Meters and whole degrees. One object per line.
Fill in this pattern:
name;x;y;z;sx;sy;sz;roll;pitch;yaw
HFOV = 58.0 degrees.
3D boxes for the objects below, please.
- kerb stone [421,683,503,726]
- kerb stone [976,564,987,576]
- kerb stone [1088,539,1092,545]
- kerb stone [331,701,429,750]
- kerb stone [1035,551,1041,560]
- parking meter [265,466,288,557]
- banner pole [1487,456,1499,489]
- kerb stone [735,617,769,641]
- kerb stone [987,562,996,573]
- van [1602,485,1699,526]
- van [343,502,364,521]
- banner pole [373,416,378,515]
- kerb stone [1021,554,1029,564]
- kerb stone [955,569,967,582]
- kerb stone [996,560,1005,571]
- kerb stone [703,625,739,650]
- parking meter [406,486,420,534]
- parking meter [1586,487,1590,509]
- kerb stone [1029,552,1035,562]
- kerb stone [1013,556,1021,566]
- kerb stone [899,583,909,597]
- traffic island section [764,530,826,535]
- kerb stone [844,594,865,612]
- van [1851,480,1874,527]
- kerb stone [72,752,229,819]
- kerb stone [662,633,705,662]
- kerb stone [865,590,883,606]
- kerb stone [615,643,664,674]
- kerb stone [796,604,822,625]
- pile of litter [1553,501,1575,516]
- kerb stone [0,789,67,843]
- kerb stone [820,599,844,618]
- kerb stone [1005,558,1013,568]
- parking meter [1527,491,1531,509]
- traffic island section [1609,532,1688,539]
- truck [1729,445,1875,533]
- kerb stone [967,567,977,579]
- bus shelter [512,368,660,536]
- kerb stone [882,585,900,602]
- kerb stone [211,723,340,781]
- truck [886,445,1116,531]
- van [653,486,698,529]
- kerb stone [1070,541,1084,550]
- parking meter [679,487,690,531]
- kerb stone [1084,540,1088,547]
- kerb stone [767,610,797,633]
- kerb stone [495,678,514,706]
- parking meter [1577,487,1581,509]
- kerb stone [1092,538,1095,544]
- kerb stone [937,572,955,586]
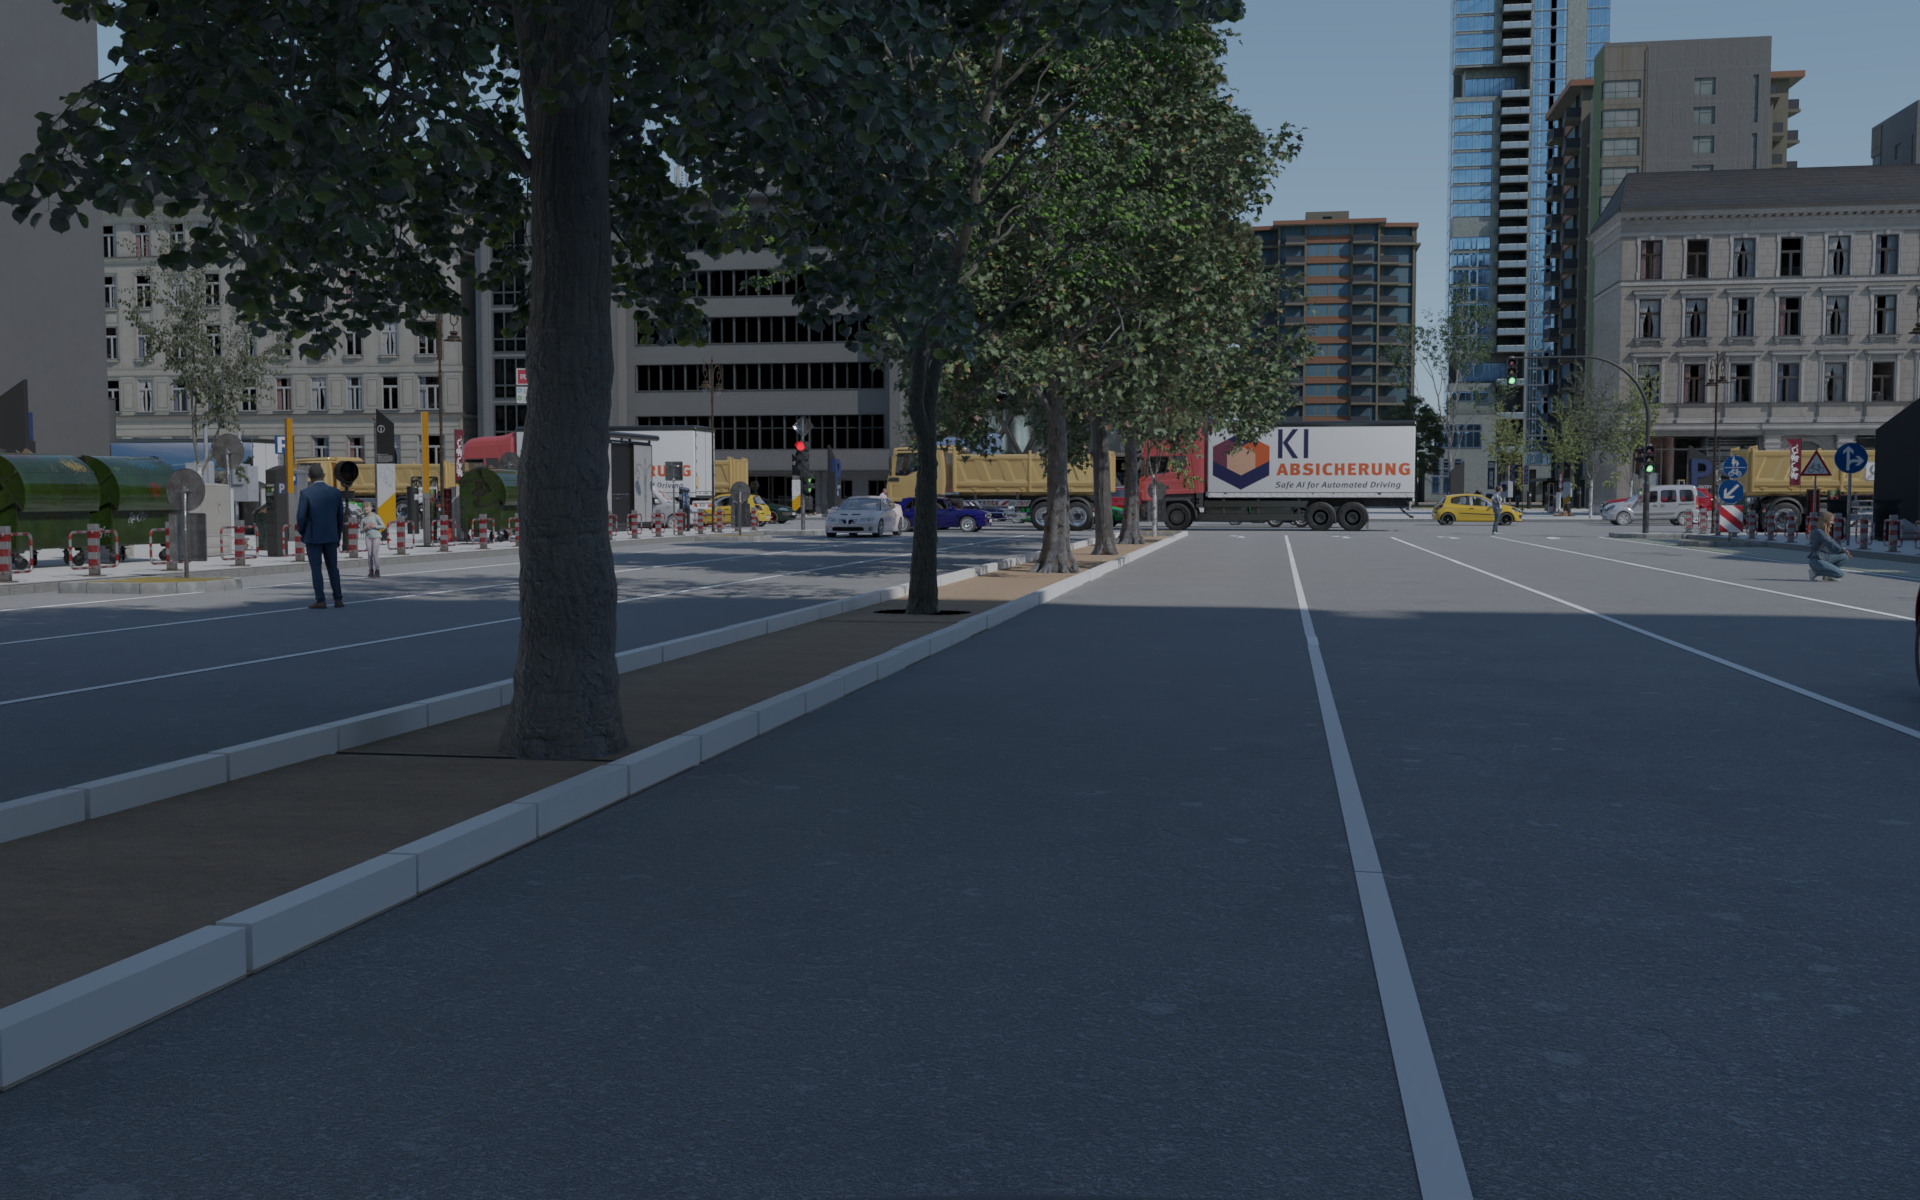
kerb stone;-3.225;0.678;11.114;0.120;0.150;1.000;1;4;10
kerb stone;0.293;-0.500;30.363;0.120;0.150;1.000;1;4;10
kerb stone;3.437;-1.554;47.607;0.120;0.150;1.000;1;4;10
kerb stone;-3.408;0.741;10.104;0.120;0.150;1.000;1;4;10
kerb stone;1.579;-0.934;37.474;0.120;0.150;1.000;1;4;10
parking meter;-13.944;-1.812;35.335;0.255;1.863;0.399;1;4;16
banner pole;35.322;-7.623;114.648;0.863;3.779;0.401;1;4;23
kerb stone;-2.125;0.307;17.186;0.120;0.150;1.000;1;4;10
kerb stone;0.469;-0.562;31.384;0.120;0.150;1.000;1;4;10
van;31.496;-4.408;79.086;4.112;2.044;2.013;1;4;9
van;-26.912;-3.978;72.045;4.112;2.044;2.013;1;4;8
banner pole;-18.629;-4.026;55.836;0.863;3.779;0.401;1;4;16
kerb stone;1.221;-0.810;35.445;0.120;0.150;1.000;1;4;10
kerb stone;-0.077;-0.375;28.335;0.120;0.150;1.000;1;4;10
kerb stone;0.657;-0.624;32.399;0.120;0.150;1.000;1;4;10
kerb stone;-2.303;0.372;16.175;0.120;0.150;1.000;1;4;10
parking meter;-17.568;-2.888;55.625;0.372;1.533;0.369;0;3;0
parking meter;53.652;-8.701;147.979;0.255;1.863;0.399;2;4;27
kerb stone;1.407;-0.873;36.461;0.120;0.150;1.000;1;4;10
kerb stone;1.030;-0.748;34.423;0.120;0.150;1.000;1;4;10
kerb stone;-0.822;-0.127;24.293;0.120;0.150;1.000;1;4;10
traffic island section;-5.620;-2.419;61.826;2.009;0.180;2.903;1;4;10
kerb stone;-1.372;0.059;21.236;0.120;0.150;1.000;1;4;10
van;40.197;-4.351;75.516;5.245;2.365;2.240;1;4;9
kerb stone;-3.776;0.869;8.083;0.120;0.150;1.000;1;4;10
kerb stone;-2.479;0.430;15.162;0.120;0.150;1.000;1;4;10
kerb stone;-1.195;-0.001;22.256;0.120;0.150;1.000;1;4;10
kerb stone;-2.669;0.492;14.152;0.120;0.150;1.000;1;4;10
kerb stone;-1.749;0.183;19.205;0.120;0.150;1.000;1;4;10
pile of litter;35.082;-5.296;100.552;1.176;0.858;1.719;0;4;8
kerb stone;-3.967;0.931;7.074;0.120;0.150;1.000;1;4;10
kerb stone;-1.564;0.121;20.221;0.120;0.150;1.000;1;4;10
kerb stone;0.840;-0.686;33.413;0.120;0.150;1.000;1;4;10
parking meter;48.827;-8.575;148.603;0.372;1.533;0.369;0;3;0
traffic island section;22.459;-2.106;56.717;2.009;0.180;2.903;1;4;10
truck;32.974;-4.035;61.901;9.791;3.379;3.469;1;4;9
kerb stone;0.103;-0.436;29.346;0.120;0.150;1.000;1;4;10
bus shelter;-12.558;-4.890;57.576;2.179;5.291;8.768;1;4;10
kerb stone;-1.005;-0.062;23.271;0.120;0.150;1.000;1;4;10
kerb stone;-3.590;0.802;9.093;0.120;0.150;1.000;1;4;10
truck;1.167;-4.443;68.570;9.791;3.379;3.469;1;4;10
van;-12.377;-3.800;69.141;4.112;2.044;2.013;1;4;11
kerb stone;3.071;-1.424;45.586;0.120;0.150;1.000;1;4;10
parking meter;-9.479;-3.131;59.601;0.372;1.533;0.369;0;3;0
kerb stone;3.250;-1.492;46.597;0.120;0.150;1.000;1;4;10
kerb stone;-1.930;0.245;18.194;0.120;0.150;1.000;1;4;10
kerb stone;-3.045;0.616;12.125;0.120;0.150;1.000;1;4;10
parking meter;53.218;-8.760;148.940;0.255;1.863;0.399;3;4;39
kerb stone;3.619;-1.616;48.619;0.120;0.150;1.000;1;4;10
kerb stone;-0.263;-0.313;27.325;0.120;0.150;1.000;1;4;10
